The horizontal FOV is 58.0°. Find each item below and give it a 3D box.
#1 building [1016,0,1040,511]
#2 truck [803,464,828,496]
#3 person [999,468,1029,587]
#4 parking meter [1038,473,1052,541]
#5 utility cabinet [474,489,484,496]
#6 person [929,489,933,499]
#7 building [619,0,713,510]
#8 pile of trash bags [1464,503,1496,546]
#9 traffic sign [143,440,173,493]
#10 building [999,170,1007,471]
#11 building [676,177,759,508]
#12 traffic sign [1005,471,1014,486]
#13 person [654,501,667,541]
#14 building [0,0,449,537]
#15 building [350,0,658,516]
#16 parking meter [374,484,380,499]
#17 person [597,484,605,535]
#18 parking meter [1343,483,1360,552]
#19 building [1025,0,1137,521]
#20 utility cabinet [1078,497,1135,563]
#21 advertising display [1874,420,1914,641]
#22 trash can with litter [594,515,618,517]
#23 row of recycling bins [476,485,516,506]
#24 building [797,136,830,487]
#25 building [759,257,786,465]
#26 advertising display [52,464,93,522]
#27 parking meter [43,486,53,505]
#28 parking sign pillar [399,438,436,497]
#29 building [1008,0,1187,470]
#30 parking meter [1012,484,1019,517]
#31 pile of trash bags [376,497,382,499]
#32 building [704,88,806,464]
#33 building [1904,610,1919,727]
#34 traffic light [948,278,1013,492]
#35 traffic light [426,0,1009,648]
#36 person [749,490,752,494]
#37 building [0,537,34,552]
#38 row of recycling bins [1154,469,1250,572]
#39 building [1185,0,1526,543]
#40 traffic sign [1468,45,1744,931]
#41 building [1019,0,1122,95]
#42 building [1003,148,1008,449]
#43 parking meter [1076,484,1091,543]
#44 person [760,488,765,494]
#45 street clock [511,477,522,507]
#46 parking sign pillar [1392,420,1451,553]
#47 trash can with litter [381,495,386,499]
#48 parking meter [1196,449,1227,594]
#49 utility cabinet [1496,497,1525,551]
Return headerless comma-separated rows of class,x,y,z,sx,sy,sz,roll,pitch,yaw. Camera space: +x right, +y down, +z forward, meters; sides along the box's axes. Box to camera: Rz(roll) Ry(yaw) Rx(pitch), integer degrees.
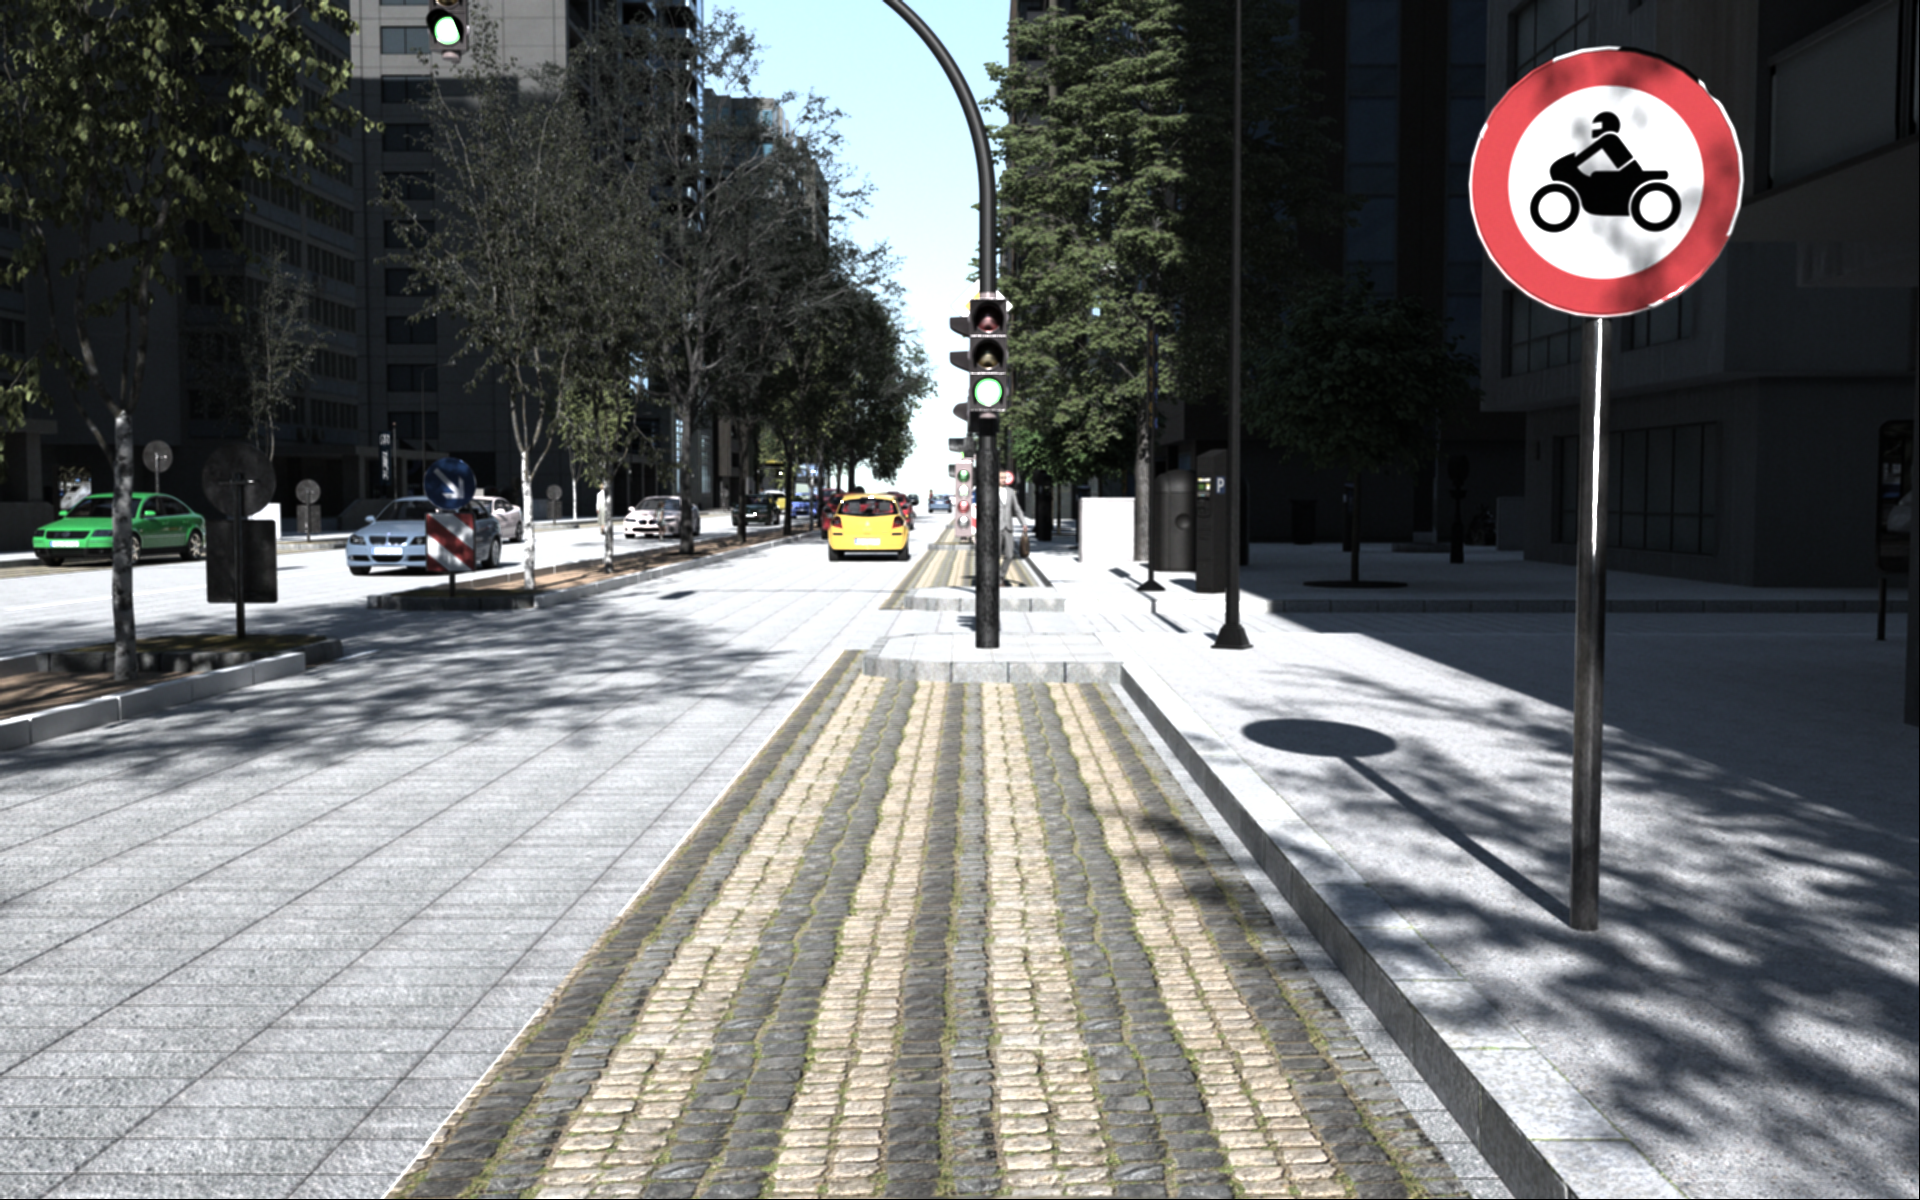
building,11.403,-27.667,135.945,14.154,41.232,14.086,0,4,0
truck,-12.869,-10.320,158.484,2.967,4.110,18.799,0,4,0
person,0.634,-1.043,25.682,0.709,1.813,0.853,-2,4,-26
parking meter,2.321,-2.544,47.301,0.255,1.863,0.399,-2,4,-23
utility cabinet,-26.159,-5.236,94.290,0.318,1.500,1.173,-3,4,-37
person,-2.462,-8.349,144.947,0.705,1.831,1.348,0,4,-5
building,-30.779,-50.164,132.851,22.319,86.520,31.000,0,4,0
pile of trash bags,14.513,-2.057,43.385,3.447,1.369,1.912,-1,4,-20
traffic sign,-18.967,-2.497,40.939,0.768,2.556,0.104,1,4,8
building,16.429,-38.040,245.661,21.300,48.544,21.600,0,4,0
building,-26.552,-23.568,157.039,14.160,30.474,14.107,0,4,0
traffic sign,2.602,-5.818,95.229,0.768,2.556,0.104,1,4,8
person,-9.168,-2.398,52.729,0.505,1.210,0.382,2,4,35
building,-37.565,-22.893,66.186,32.217,40.220,23.993,0,4,0
building,-30.092,-40.922,107.331,20.563,71.187,20.611,0,4,0
parking meter,-32.801,-5.610,97.433,0.255,1.863,0.399,-2,4,-29
person,-12.534,-3.188,60.848,0.478,1.798,0.641,1,4,14
parking meter,8.741,-1.850,38.655,0.372,1.533,0.369,0,3,0
building,14.723,-46.939,80.118,22.319,86.520,31.000,0,4,0
utility cabinet,2.749,-1.305,32.504,1.020,1.237,0.306,0,4,-7
advertising display,8.404,-0.590,14.861,0.974,1.923,0.123,3,5,42
trash can with litter,-19.946,-5.247,96.847,1.678,1.210,2.233,1,4,11
row of recycling bins,-22.828,-4.621,82.667,3.534,1.692,1.069,-3,5,-44
building,-29.433,-37.566,237.897,21.300,48.544,21.600,0,4,0
building,-26.692,-25.537,189.232,14.160,30.474,14.107,0,4,0
advertising display,-19.177,-1.973,37.474,0.123,1.923,0.974,1,4,18
parking meter,-28.518,-2.805,54.276,0.372,1.533,0.369,0,3,0
parking sign pillar,-26.294,-5.787,83.094,1.447,3.967,1.447,0,4,7
building,11.215,-30.601,150.443,14.600,45.320,14.200,0,4,0
parking meter,3.081,-5.524,96.035,0.255,1.863,0.399,2,4,25
pile of trash bags,-28.106,-4.646,85.719,1.912,1.369,3.447,1,4,9
building,-30.609,-36.210,211.639,23.786,49.044,30.456,0,4,0
building,10.570,-19.684,5.432,14.154,41.232,14.086,0,4,0
traffic light,0.271,-2.046,22.378,0.839,4.253,0.868,0,4,0
traffic light,-1.889,-2.422,14.269,4.771,5.953,1.251,0,4,0
person,-16.460,-7.755,135.971,1.217,1.739,0.721,-1,4,-13
building,-37.345,-20.940,34.250,32.217,40.220,23.993,0,4,0
row of recycling bins,4.178,-1.406,30.097,1.069,1.692,3.534,2,4,26
building,12.789,-24.510,50.848,14.600,45.320,14.200,0,4,0
traffic sign,1.845,-0.302,5.043,0.768,2.556,0.104,0,4,4
building,15.120,-28.115,114.299,22.147,44.769,28.867,0,4,0
building,16.335,-33.737,206.228,22.147,44.769,28.867,0,4,0
parking meter,3.224,-2.254,45.271,0.372,1.533,0.369,0,3,0
person,-12.464,-6.146,108.972,0.705,1.826,1.348,2,4,30
street clock,-18.792,-4.212,73.428,0.358,2.002,0.471,1,4,21
parking sign pillar,10.328,-3.051,38.351,1.447,3.967,1.447,1,4,20
trash can with litter,-30.219,-4.914,91.395,1.678,1.210,2.233,0,4,-3
parking meter,3.255,-1.023,22.440,0.255,1.863,0.399,3,5,41
utility cabinet,12.720,-1.722,39.309,1.020,1.237,0.306,0,4,4
